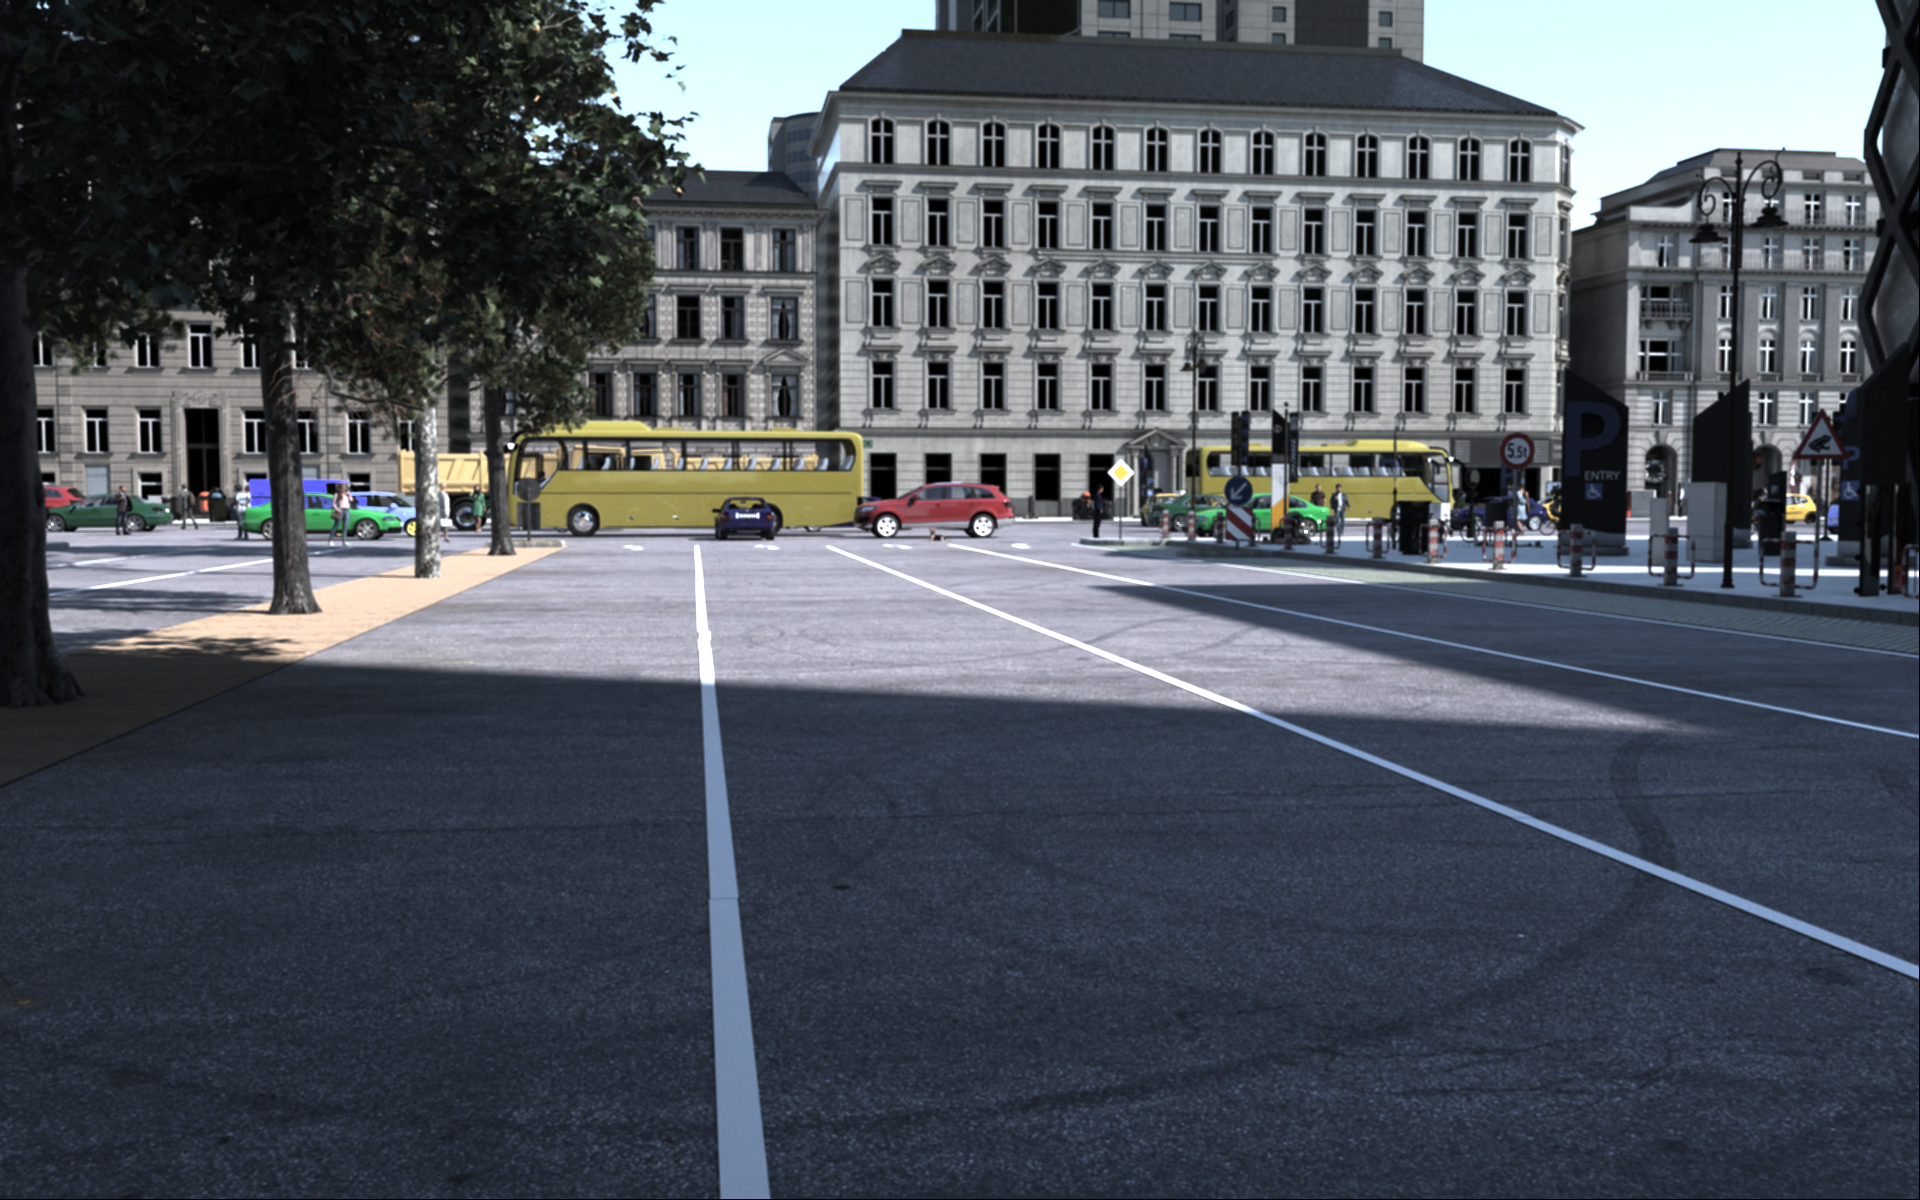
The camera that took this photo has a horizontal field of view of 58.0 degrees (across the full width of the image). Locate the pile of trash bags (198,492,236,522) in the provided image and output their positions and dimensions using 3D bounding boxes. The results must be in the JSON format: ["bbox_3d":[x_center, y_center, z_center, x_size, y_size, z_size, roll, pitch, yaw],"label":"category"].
[{"bbox_3d":[-34.383,-4.385,81.441,1.912,1.369,3.447,1,4,21],"label":"pile of trash bags"}]

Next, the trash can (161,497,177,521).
[{"bbox_3d":[-37.322,-4.287,81.749,0.748,1.137,0.748,0,3,0],"label":"trash can"}]

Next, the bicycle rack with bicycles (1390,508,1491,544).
[{"bbox_3d":[12.553,-1.991,45.931,2.925,0.926,2.852,-2,4,-29],"label":"bicycle rack with bicycles"}]

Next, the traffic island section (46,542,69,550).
[{"bbox_3d":[-24.383,-1.372,44.711,2.009,0.180,2.903,-1,4,-9],"label":"traffic island section"}]

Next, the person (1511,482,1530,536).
[{"bbox_3d":[18.313,-2.927,56.454,0.616,1.811,0.778,0,4,-2],"label":"person"}]

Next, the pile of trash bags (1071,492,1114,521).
[{"bbox_3d":[6.418,-4.622,85.320,1.912,1.369,3.447,0,4,-6],"label":"pile of trash bags"}]

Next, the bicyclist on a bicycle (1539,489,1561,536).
[{"bbox_3d":[20.757,-3.045,59.808,1.625,1.676,1.499,0,4,-8],"label":"bicyclist on a bicycle"}]

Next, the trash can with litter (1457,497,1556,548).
[{"bbox_3d":[13.354,-1.893,42.007,2.233,1.210,1.678,3,4,37],"label":"trash can with litter"}]

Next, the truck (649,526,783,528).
[{"bbox_3d":[-11.070,-4.806,74.508,9.791,3.379,3.469,-1,4,-10],"label":"truck"}]

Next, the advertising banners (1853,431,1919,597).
[{"bbox_3d":[12.009,-1.586,22.123,2.074,3.025,0.090,-3,4,-37],"label":"advertising banners"}]

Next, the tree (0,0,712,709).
[{"bbox_3d":[-6.556,-5.641,11.700,9.611,12.733,9.660,0,3,0],"label":"tree"}]

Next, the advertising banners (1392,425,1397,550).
[{"bbox_3d":[10.241,-2.726,40.763,0.090,3.025,2.074,1,4,14],"label":"advertising banners"}]

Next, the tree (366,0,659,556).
[{"bbox_3d":[-10.905,-7.965,40.112,7.806,13.903,7.818,0,3,0],"label":"tree"}]

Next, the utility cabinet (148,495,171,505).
[{"bbox_3d":[-40.107,-4.624,86.761,1.020,1.237,0.306,0,3,0],"label":"utility cabinet"}]

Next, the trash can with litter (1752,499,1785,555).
[{"bbox_3d":[16.977,-1.528,36.364,0.624,1.170,1.055,2,4,26],"label":"trash can with litter"}]

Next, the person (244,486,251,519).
[{"bbox_3d":[-28.821,-3.716,69.827,0.524,1.755,0.480,-2,4,-29],"label":"person"}]

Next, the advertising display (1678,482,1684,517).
[{"bbox_3d":[39.888,-5.542,95.833,0.123,1.923,0.974,2,4,34],"label":"advertising display"}]

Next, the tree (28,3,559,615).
[{"bbox_3d":[-8.057,-5.860,20.316,6.751,12.117,7.091,0,3,0],"label":"tree"}]

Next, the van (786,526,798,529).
[{"bbox_3d":[-8.238,-3.929,71.253,4.112,2.044,2.013,-1,4,-10],"label":"van"}]

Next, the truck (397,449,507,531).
[{"bbox_3d":[-16.888,-4.422,68.225,9.791,3.379,3.469,-1,4,-10],"label":"truck"}]

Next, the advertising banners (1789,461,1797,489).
[{"bbox_3d":[43.028,-5.773,90.568,2.074,3.025,0.090,-2,4,-27],"label":"advertising banners"}]

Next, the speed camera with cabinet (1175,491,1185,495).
[{"bbox_3d":[11.575,-5.547,85.027,2.038,3.252,0.660,-1,4,-22],"label":"speed camera with cabinet"}]

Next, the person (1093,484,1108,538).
[{"bbox_3d":[4.307,-2.688,53.155,0.504,1.737,0.576,-1,4,-10],"label":"person"}]

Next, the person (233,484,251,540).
[{"bbox_3d":[-22.652,-2.772,54.540,0.376,1.734,0.841,1,4,11],"label":"person"}]

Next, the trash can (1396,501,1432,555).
[{"bbox_3d":[9.606,-1.529,36.650,0.748,1.137,0.748,0,3,0],"label":"trash can"}]

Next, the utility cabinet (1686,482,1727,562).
[{"bbox_3d":[14.126,-1.468,32.683,0.318,1.500,1.173,0,4,-1],"label":"utility cabinet"}]

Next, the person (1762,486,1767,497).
[{"bbox_3d":[39.337,-4.654,84.780,0.473,1.802,0.592,2,4,34],"label":"person"}]

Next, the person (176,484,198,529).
[{"bbox_3d":[-31.324,-3.773,70.151,0.822,1.834,0.622,2,4,30],"label":"person"}]

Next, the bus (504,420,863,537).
[{"bbox_3d":[-9.513,-4.126,59.006,12.252,3.916,2.896,-1,4,-11],"label":"bus"}]

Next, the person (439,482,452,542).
[{"bbox_3d":[-15.281,-2.583,51.083,0.624,1.780,0.694,-3,4,-37],"label":"person"}]

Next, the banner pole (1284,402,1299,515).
[{"bbox_3d":[8.919,-3.472,46.780,0.401,3.779,0.863,-1,4,-20],"label":"banner pole"}]

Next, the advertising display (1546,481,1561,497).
[{"bbox_3d":[30.075,-5.029,87.445,0.974,1.923,0.123,2,4,26],"label":"advertising display"}]

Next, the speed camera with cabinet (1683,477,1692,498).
[{"bbox_3d":[41.487,-6.264,96.744,2.038,3.252,0.660,-1,4,-8],"label":"speed camera with cabinet"}]

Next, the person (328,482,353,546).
[{"bbox_3d":[-17.193,-2.377,47.947,0.643,1.750,0.593,2,4,34],"label":"person"}]

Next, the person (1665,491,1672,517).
[{"bbox_3d":[26.646,-3.341,65.394,0.482,1.546,0.388,-3,4,-38],"label":"person"}]

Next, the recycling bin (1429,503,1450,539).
[{"bbox_3d":[13.619,-2.277,49.781,0.722,1.027,0.722,2,4,35],"label":"recycling bin"}]

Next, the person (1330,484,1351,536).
[{"bbox_3d":[13.099,-3.115,59.784,0.623,1.781,0.721,-1,4,-11],"label":"person"}]

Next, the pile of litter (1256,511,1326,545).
[{"bbox_3d":[8.452,-1.849,44.197,1.719,0.858,1.176,3,4,38],"label":"pile of litter"}]

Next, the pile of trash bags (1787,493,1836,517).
[{"bbox_3d":[47.468,-5.337,97.010,3.447,1.369,1.912,-1,4,-9],"label":"pile of trash bags"}]

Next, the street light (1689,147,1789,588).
[{"bbox_3d":[10.510,-3.104,23.540,0.468,5.910,1.993,-1,4,-9],"label":"street light"}]

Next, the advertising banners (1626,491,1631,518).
[{"bbox_3d":[35.783,-5.884,92.388,2.074,3.025,0.090,0,4,3],"label":"advertising banners"}]

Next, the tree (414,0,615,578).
[{"bbox_3d":[-10.405,-10.473,29.587,12.611,20.169,13.585,0,3,0],"label":"tree"}]

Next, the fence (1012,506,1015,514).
[{"bbox_3d":[2.091,-4.305,85.762,0.278,0.683,2.069,-3,4,-39],"label":"fence"}]

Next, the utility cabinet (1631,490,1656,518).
[{"bbox_3d":[35.823,-5.023,90.805,1.173,1.500,0.318,3,4,39],"label":"utility cabinet"}]

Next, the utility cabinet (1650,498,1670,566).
[{"bbox_3d":[12.620,-1.227,31.225,0.306,1.237,1.020,2,4,25],"label":"utility cabinet"}]

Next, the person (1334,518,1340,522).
[{"bbox_3d":[17.986,-4.545,82.688,0.514,1.842,0.818,1,4,10],"label":"person"}]

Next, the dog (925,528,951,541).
[{"bbox_3d":[-0.677,-2.013,53.098,0.748,0.427,0.550,2,4,25],"label":"dog"}]

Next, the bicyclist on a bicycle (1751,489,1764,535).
[{"bbox_3d":[26.863,-2.939,58.066,1.625,1.676,1.499,0,4,-7],"label":"bicyclist on a bicycle"}]

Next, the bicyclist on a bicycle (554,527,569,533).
[{"bbox_3d":[-14.265,-3.318,64.264,1.625,1.676,1.499,-1,4,-8],"label":"bicyclist on a bicycle"}]

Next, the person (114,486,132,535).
[{"bbox_3d":[-29.280,-3.139,60.637,0.431,1.722,0.655,1,4,11],"label":"person"}]

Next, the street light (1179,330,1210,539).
[{"bbox_3d":[6.619,-4.660,48.981,0.468,5.910,1.993,-1,4,-9],"label":"street light"}]

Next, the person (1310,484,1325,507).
[{"bbox_3d":[13.471,-3.471,65.386,0.598,1.807,0.434,2,4,33],"label":"person"}]

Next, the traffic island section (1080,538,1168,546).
[{"bbox_3d":[4.569,-1.643,49.148,2.009,0.180,2.903,-1,4,-9],"label":"traffic island section"}]

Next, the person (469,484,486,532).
[{"bbox_3d":[-18.008,-3.422,64.696,0.600,1.795,0.529,-1,4,-11],"label":"person"}]

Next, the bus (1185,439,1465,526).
[{"bbox_3d":[16.462,-5.315,78.441,12.252,3.916,2.896,-1,4,-8],"label":"bus"}]

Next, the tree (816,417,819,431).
[{"bbox_3d":[-7.852,-14.041,146.575,9.611,12.733,9.660,0,3,0],"label":"tree"}]
